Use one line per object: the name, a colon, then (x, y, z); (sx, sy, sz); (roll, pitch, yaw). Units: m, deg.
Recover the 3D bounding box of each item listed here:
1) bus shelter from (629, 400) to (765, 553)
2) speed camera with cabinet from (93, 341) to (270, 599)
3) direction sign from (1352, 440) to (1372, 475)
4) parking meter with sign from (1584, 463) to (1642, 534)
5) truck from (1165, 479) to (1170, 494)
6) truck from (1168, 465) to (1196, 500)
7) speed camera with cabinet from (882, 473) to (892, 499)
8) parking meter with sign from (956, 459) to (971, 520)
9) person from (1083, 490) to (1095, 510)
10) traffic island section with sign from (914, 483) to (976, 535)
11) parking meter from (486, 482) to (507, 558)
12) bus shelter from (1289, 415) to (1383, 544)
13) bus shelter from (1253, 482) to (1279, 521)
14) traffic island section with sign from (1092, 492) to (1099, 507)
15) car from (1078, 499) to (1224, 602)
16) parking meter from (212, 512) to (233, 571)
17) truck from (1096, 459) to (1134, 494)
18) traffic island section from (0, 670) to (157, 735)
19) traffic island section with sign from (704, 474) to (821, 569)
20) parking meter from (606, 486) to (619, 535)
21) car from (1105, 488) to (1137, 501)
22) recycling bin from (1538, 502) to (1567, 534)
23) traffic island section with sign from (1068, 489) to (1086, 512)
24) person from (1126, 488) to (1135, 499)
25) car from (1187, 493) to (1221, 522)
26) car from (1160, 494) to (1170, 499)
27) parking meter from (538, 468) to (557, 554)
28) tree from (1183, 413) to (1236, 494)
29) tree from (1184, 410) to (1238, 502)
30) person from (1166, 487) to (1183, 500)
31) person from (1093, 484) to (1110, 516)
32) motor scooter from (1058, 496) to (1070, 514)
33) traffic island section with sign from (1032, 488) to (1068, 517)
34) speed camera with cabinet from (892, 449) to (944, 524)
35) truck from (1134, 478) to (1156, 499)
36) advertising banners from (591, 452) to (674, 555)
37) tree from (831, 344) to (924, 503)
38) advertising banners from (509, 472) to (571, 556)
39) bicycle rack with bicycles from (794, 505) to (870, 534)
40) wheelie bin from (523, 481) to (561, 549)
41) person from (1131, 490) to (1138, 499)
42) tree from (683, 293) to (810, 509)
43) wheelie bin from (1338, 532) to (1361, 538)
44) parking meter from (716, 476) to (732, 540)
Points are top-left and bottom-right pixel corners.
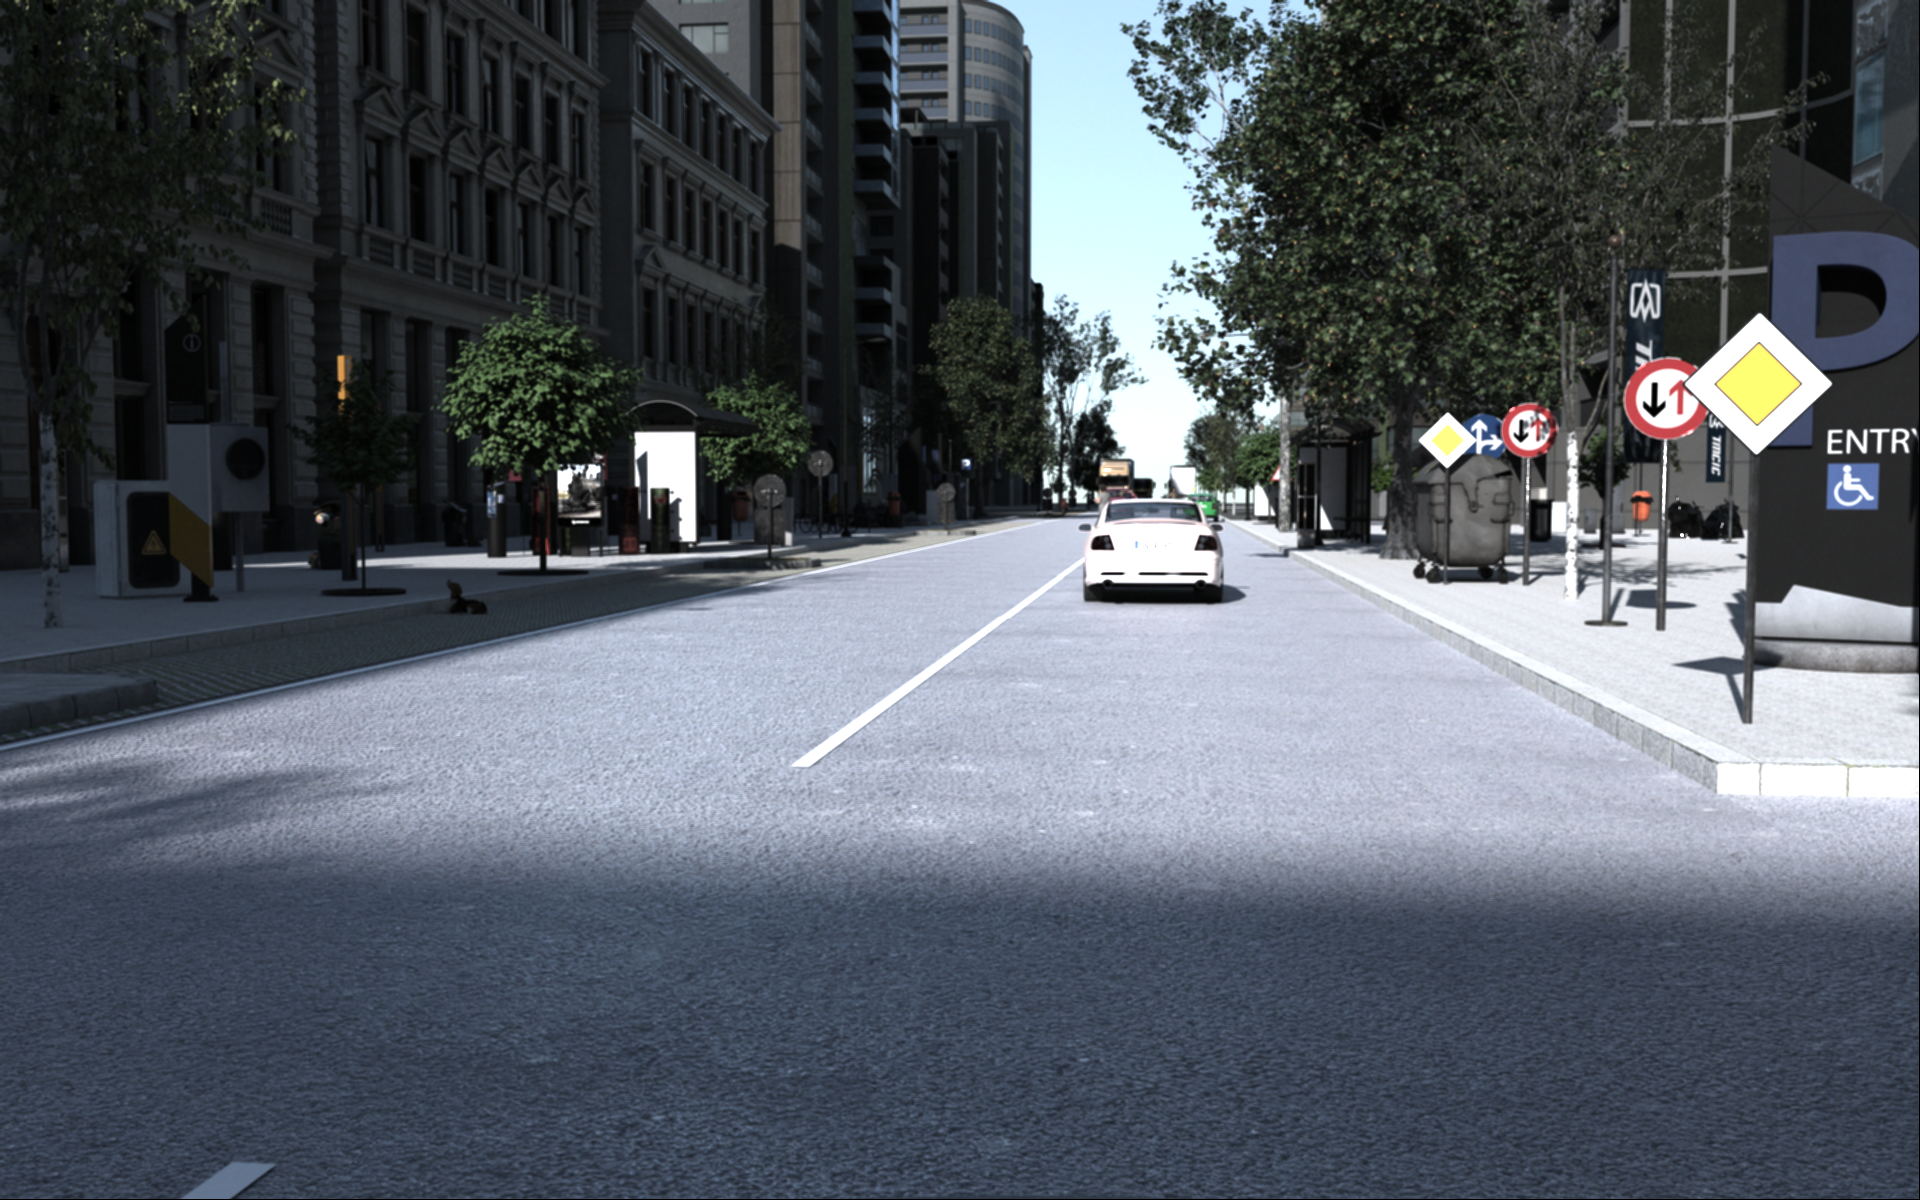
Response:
bus shelter: (-6.106, -2.814, 39.938); (2.014, 3.302, 5.546); (0, 4, 7)
speed camera with cabinet: (-9.815, -1.685, 21.892); (0.660, 3.252, 2.038); (3, 4, 37)
direction sign: (16.323, -4.808, 70.600); (0.876, 3.537, 0.379); (1, 4, 18)
parking meter with sign: (21.073, -3.645, 55.855); (1.738, 3.016, 0.543); (1, 4, 15)
truck: (28.698, -14.165, 227.521); (3.469, 3.379, 9.791); (0, 4, 6)
truck: (22.348, -11.326, 174.097); (2.839, 4.237, 11.283); (0, 4, 7)
speed camera with cabinet: (-2.670, -5.021, 76.421); (0.660, 3.252, 2.038); (2, 4, 29)
parking meter with sign: (0.155, -5.453, 85.417); (0.543, 3.016, 1.738); (1, 4, 9)
person: (11.827, -9.196, 158.936); (1.350, 1.814, 0.705); (3, 4, 37)
traffic island section with sign: (-0.483, -3.175, 60.542); (1.989, 1.847, 2.006); (0, 4, 7)
parking meter: (-9.373, -1.628, 35.024); (0.372, 1.533, 0.369); (0, 3, 0)
bus shelter: (10.102, -3.246, 47.003); (2.014, 3.302, 5.546); (0, 4, 7)
bus shelter: (14.361, -5.225, 79.345); (2.014, 3.302, 5.546); (0, 4, 7)
traffic island section with sign: (15.692, -11.196, 191.677); (1.989, 1.847, 2.006); (0, 4, 7)
car: (2.692, -0.735, 24.384); (2.083, 1.381, 4.827); (0, 4, 5)
parking meter: (-12.432, -1.264, 29.076); (0.372, 1.533, 0.369); (0, 3, 0)
truck: (12.611, -9.205, 139.407); (2.839, 4.237, 11.283); (0, 4, 8)
traffic island section: (-6.583, 0.687, 11.055); (2.009, 0.180, 2.903); (0, 4, 7)
traffic island section with sign: (-3.780, -1.539, 33.788); (1.989, 1.847, 2.006); (0, 4, 7)
parking meter: (-10.805, -2.781, 53.875); (0.372, 1.533, 0.369); (0, 3, 0)
car: (9.590, -5.903, 105.186); (2.281, 1.827, 5.304); (0, 4, 6)
recycling bin: (19.190, -2.662, 56.081); (0.722, 1.027, 0.722); (0, 4, 3)
traffic island section with sign: (8.967, -7.859, 137.119); (1.989, 1.847, 2.006); (0, 4, 7)
person: (9.498, -5.325, 96.016); (0.568, 1.767, 0.683); (1, 4, 21)
car: (12.450, -4.925, 89.313); (1.959, 1.807, 4.718); (1, 4, 9)
car: (25.669, -12.307, 213.021); (2.131, 1.459, 4.920); (1, 4, 8)
parking meter: (-8.821, -1.916, 37.041); (0.255, 1.863, 0.399); (-3, 5, -40)
tree: (31.378, -17.750, 215.974); (9.928, 11.665, 9.643); (0, 3, 0)
tree: (28.191, -15.770, 192.251); (7.601, 10.594, 8.767); (-1, 4, -20)
person: (12.618, -5.729, 102.179); (1.348, 1.823, 0.705); (-1, 4, -21)
person: (4.882, -3.052, 58.760); (0.716, 1.782, 0.532); (-2, 4, -35)
motor scooter: (7.392, -6.725, 122.733); (0.815, 1.314, 1.986); (1, 4, 9)
traffic island section with sign: (5.621, -6.200, 109.999); (1.989, 1.847, 2.006); (0, 4, 7)
speed camera with cabinet: (-1.734, -4.835, 73.380); (2.038, 3.252, 0.660); (-1, 4, -9)
truck: (22.422, -13.308, 213.501); (3.469, 3.379, 9.791); (0, 4, 7)
advertising banners: (-6.933, -2.458, 36.377); (2.074, 3.025, 0.090); (-3, 5, -41)
tree: (-3.986, -8.211, 84.606); (4.360, 8.622, 3.978); (0, 3, 0)
advertising banners: (-8.736, -2.447, 36.196); (2.074, 3.025, 0.090); (2, 4, 28)
bicycle rack with bicycles: (-4.239, -2.686, 57.303); (2.852, 0.926, 2.925); (-3, 5, -43)
wheelie bin: (-9.686, -1.986, 40.383); (0.980, 1.594, 0.693); (0, 4, 3)
person: (11.112, -6.292, 112.305); (0.756, 1.711, 0.436); (2, 4, 25)
tree: (-7.572, -6.877, 62.796); (4.737, 8.622, 4.395); (0, 3, 0)
wheelie bin: (11.442, -2.620, 50.749); (0.693, 1.594, 0.980); (-2, 4, -26)
parking meter: (-6.546, -2.594, 48.123); (0.255, 1.863, 0.399); (3, 4, 38)
